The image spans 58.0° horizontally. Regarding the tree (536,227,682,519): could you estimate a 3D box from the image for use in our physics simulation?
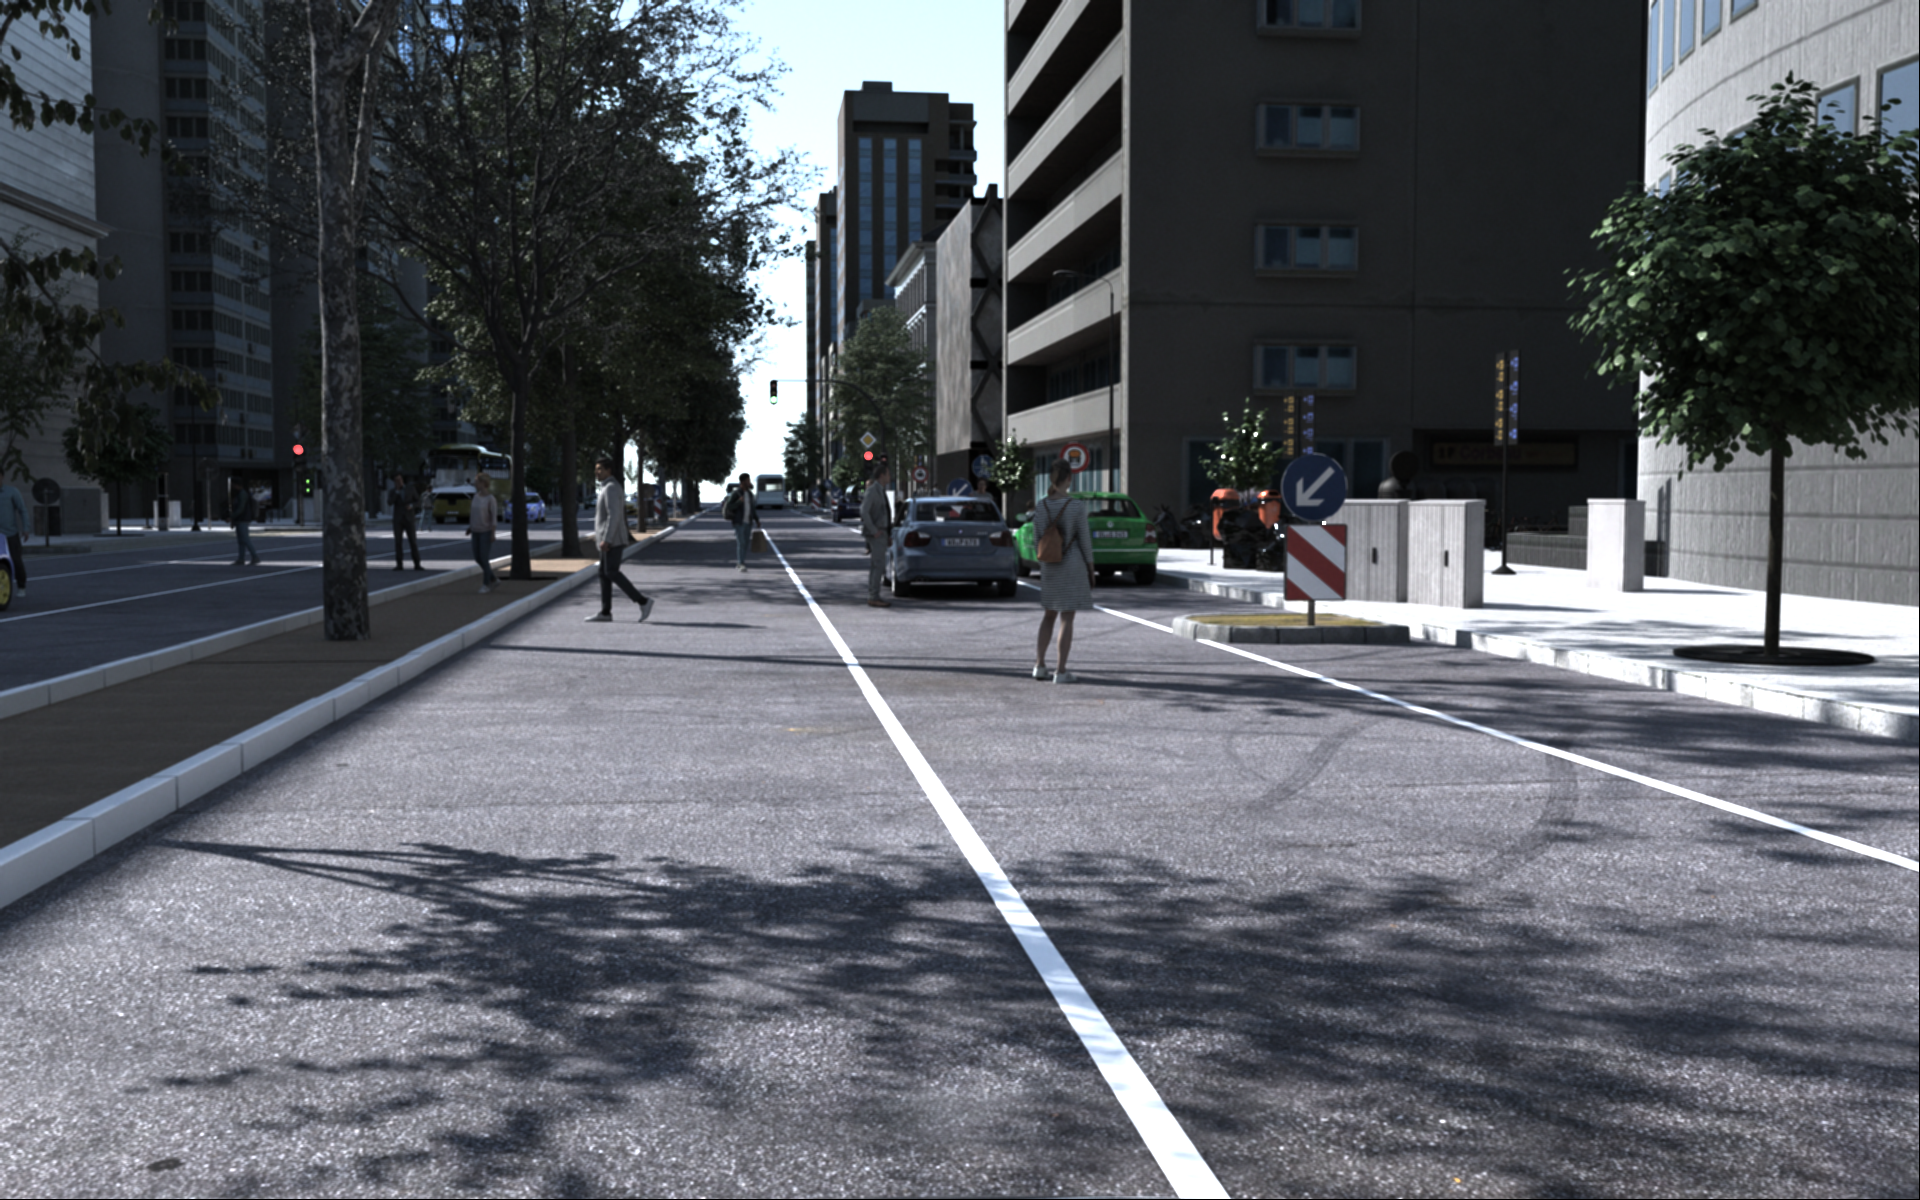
[{"bbox_3d":[-9.290,-5.661,45.372,4.737,8.622,4.395,0,3,0],"label":"tree"}]

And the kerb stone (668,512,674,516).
[{"bbox_3d":[-20.235,-6.064,121.508,0.120,0.150,1.000,0,4,-7],"label":"kerb stone"}]

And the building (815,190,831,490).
[{"bbox_3d":[-13.657,-36.751,250.991,14.600,45.320,14.200,0,4,-7],"label":"building"}]

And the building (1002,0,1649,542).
[{"bbox_3d":[13.478,-26.330,54.191,21.300,48.544,21.600,0,4,-7],"label":"building"}]

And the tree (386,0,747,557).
[{"bbox_3d":[-8.679,-7.216,38.559,7.486,12.596,7.792,0,3,0],"label":"tree"}]

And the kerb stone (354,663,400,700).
[{"bbox_3d":[-4.201,0.596,12.447,0.120,0.150,1.000,0,4,-7],"label":"kerb stone"}]

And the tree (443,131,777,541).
[{"bbox_3d":[-10.387,-8.132,52.428,9.611,12.733,9.660,0,3,0],"label":"tree"}]

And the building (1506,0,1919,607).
[{"bbox_3d":[21.067,-29.282,20.766,21.231,58.520,28.212,0,4,-7],"label":"building"}]

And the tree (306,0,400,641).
[{"bbox_3d":[-4.701,-9.623,15.686,12.611,20.169,13.585,0,3,0],"label":"tree"}]

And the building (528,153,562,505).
[{"bbox_3d":[-56.172,-34.237,209.877,14.600,45.320,14.200,0,4,-7],"label":"building"}]

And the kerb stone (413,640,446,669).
[{"bbox_3d":[-4.463,0.474,14.474,0.120,0.150,1.000,0,4,-7],"label":"kerb stone"}]

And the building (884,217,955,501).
[{"bbox_3d":[-0.400,-17.272,133.307,10.553,20.767,40.483,0,4,-7],"label":"building"}]

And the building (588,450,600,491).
[{"bbox_3d":[-69.815,-38.320,281.154,22.147,44.769,28.867,0,4,-7],"label":"building"}]

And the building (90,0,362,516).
[{"bbox_3d":[-55.185,-26.638,127.419,32.217,40.220,23.993,0,4,-7],"label":"building"}]

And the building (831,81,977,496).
[{"bbox_3d":[-6.097,-32.987,189.455,14.600,45.320,14.200,0,4,-7],"label":"building"}]

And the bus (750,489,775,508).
[{"bbox_3d":[-20.056,-11.205,178.067,2.948,3.499,13.247,0,4,-8],"label":"bus"}]

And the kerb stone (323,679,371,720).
[{"bbox_3d":[-4.070,0.665,11.430,0.120,0.150,1.000,0,4,-7],"label":"kerb stone"}]

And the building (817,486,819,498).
[{"bbox_3d":[-15.212,-30.287,266.898,14.160,30.474,14.107,0,4,-7],"label":"building"}]

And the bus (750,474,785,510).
[{"bbox_3d":[-18.224,-10.339,163.907,2.948,3.499,13.247,-1,4,-9],"label":"bus"}]

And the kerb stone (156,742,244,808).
[{"bbox_3d":[-3.681,0.845,8.372,0.120,0.150,1.000,0,4,-7],"label":"kerb stone"}]

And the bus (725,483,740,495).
[{"bbox_3d":[-36.816,-17.600,282.615,2.948,3.499,13.247,0,4,-8],"label":"bus"}]

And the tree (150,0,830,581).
[{"bbox_3d":[-7.365,-7.079,28.565,12.009,13.543,11.850,0,3,0],"label":"tree"}]

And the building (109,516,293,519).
[{"bbox_3d":[-52.307,-24.641,94.763,32.217,40.220,23.993,0,4,-7],"label":"building"}]

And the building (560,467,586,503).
[{"bbox_3d":[-59.800,-34.035,240.074,14.154,41.232,14.086,0,4,-7],"label":"building"}]

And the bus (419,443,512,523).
[{"bbox_3d":[-24.753,-5.880,87.679,2.896,3.916,12.252,0,4,-7],"label":"bus"}]

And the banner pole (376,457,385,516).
[{"bbox_3d":[-34.622,-6.910,102.988,0.863,3.779,0.401,-1,4,-12],"label":"banner pole"}]

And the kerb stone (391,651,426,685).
[{"bbox_3d":[-4.323,0.541,13.462,0.120,0.150,1.000,0,4,-7],"label":"kerb stone"}]

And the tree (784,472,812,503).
[{"bbox_3d":[-23.052,-16.263,249.609,4.285,4.588,4.351,0,3,0],"label":"tree"}]

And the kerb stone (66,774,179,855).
[{"bbox_3d":[-3.553,0.908,7.353,0.120,0.150,1.000,0,4,-7],"label":"kerb stone"}]

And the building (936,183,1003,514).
[{"bbox_3d":[8.049,-13.556,89.089,16.811,18.784,16.820,0,4,-7],"label":"building"}]

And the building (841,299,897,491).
[{"bbox_3d":[3.306,-19.857,169.694,27.650,21.520,28.899,0,4,-7],"label":"building"}]

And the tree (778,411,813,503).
[{"bbox_3d":[-20.984,-19.418,235.611,7.486,12.596,7.792,0,3,0],"label":"tree"}]

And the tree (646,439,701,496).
[{"bbox_3d":[-17.317,-9.307,104.988,4.360,8.622,3.978,0,3,0],"label":"tree"}]

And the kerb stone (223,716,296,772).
[{"bbox_3d":[-3.811,0.782,9.402,0.120,0.150,1.000,0,4,-7],"label":"kerb stone"}]

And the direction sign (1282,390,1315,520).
[{"bbox_3d":[7.435,-2.820,38.104,0.379,3.537,0.876,-3,5,-40],"label":"direction sign"}]

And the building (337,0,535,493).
[{"bbox_3d":[-57.331,-53.394,185.670,22.319,86.520,31.000,0,4,-7],"label":"building"}]

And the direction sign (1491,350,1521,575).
[{"bbox_3d":[8.710,-2.180,27.632,0.379,3.537,0.876,0,4,-6],"label":"direction sign"}]

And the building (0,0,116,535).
[{"bbox_3d":[-40.926,-16.308,54.027,23.554,28.519,14.401,0,4,-7],"label":"building"}]

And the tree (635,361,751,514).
[{"bbox_3d":[-20.913,-13.813,134.961,9.857,13.997,8.962,0,3,0],"label":"tree"}]

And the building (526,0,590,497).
[{"bbox_3d":[-65.580,-50.015,255.994,20.563,71.187,20.611,0,4,-7],"label":"building"}]

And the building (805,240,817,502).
[{"bbox_3d":[-17.995,-36.502,280.400,14.154,41.232,14.086,0,4,-7],"label":"building"}]

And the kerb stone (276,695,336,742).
[{"bbox_3d":[-3.947,0.721,10.415,0.120,0.150,1.000,0,4,-7],"label":"kerb stone"}]

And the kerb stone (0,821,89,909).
[{"bbox_3d":[-3.420,0.972,6.340,0.120,0.150,1.000,0,4,-7],"label":"kerb stone"}]

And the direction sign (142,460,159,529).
[{"bbox_3d":[-29.605,-4.343,63.004,0.876,3.537,0.379,0,4,-4],"label":"direction sign"}]

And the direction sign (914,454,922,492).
[{"bbox_3d":[-2.372,-6.457,97.573,0.379,3.537,0.876,-2,4,-30],"label":"direction sign"}]

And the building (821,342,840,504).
[{"bbox_3d":[-2.510,-22.481,212.599,27.650,21.520,28.899,0,4,-7],"label":"building"}]

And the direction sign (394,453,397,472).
[{"bbox_3d":[-31.425,-6.386,96.416,0.379,3.537,0.876,-2,4,-25],"label":"direction sign"}]

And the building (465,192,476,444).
[{"bbox_3d":[-58.202,-28.576,159.106,32.217,40.220,23.993,0,4,-7],"label":"building"}]

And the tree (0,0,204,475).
[{"bbox_3d":[-4.825,-3.337,7.384,4.360,8.622,3.978,0,3,0],"label":"tree"}]

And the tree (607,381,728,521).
[{"bbox_3d":[-15.856,-10.018,92.005,9.928,11.665,9.643,0,3,0],"label":"tree"}]
